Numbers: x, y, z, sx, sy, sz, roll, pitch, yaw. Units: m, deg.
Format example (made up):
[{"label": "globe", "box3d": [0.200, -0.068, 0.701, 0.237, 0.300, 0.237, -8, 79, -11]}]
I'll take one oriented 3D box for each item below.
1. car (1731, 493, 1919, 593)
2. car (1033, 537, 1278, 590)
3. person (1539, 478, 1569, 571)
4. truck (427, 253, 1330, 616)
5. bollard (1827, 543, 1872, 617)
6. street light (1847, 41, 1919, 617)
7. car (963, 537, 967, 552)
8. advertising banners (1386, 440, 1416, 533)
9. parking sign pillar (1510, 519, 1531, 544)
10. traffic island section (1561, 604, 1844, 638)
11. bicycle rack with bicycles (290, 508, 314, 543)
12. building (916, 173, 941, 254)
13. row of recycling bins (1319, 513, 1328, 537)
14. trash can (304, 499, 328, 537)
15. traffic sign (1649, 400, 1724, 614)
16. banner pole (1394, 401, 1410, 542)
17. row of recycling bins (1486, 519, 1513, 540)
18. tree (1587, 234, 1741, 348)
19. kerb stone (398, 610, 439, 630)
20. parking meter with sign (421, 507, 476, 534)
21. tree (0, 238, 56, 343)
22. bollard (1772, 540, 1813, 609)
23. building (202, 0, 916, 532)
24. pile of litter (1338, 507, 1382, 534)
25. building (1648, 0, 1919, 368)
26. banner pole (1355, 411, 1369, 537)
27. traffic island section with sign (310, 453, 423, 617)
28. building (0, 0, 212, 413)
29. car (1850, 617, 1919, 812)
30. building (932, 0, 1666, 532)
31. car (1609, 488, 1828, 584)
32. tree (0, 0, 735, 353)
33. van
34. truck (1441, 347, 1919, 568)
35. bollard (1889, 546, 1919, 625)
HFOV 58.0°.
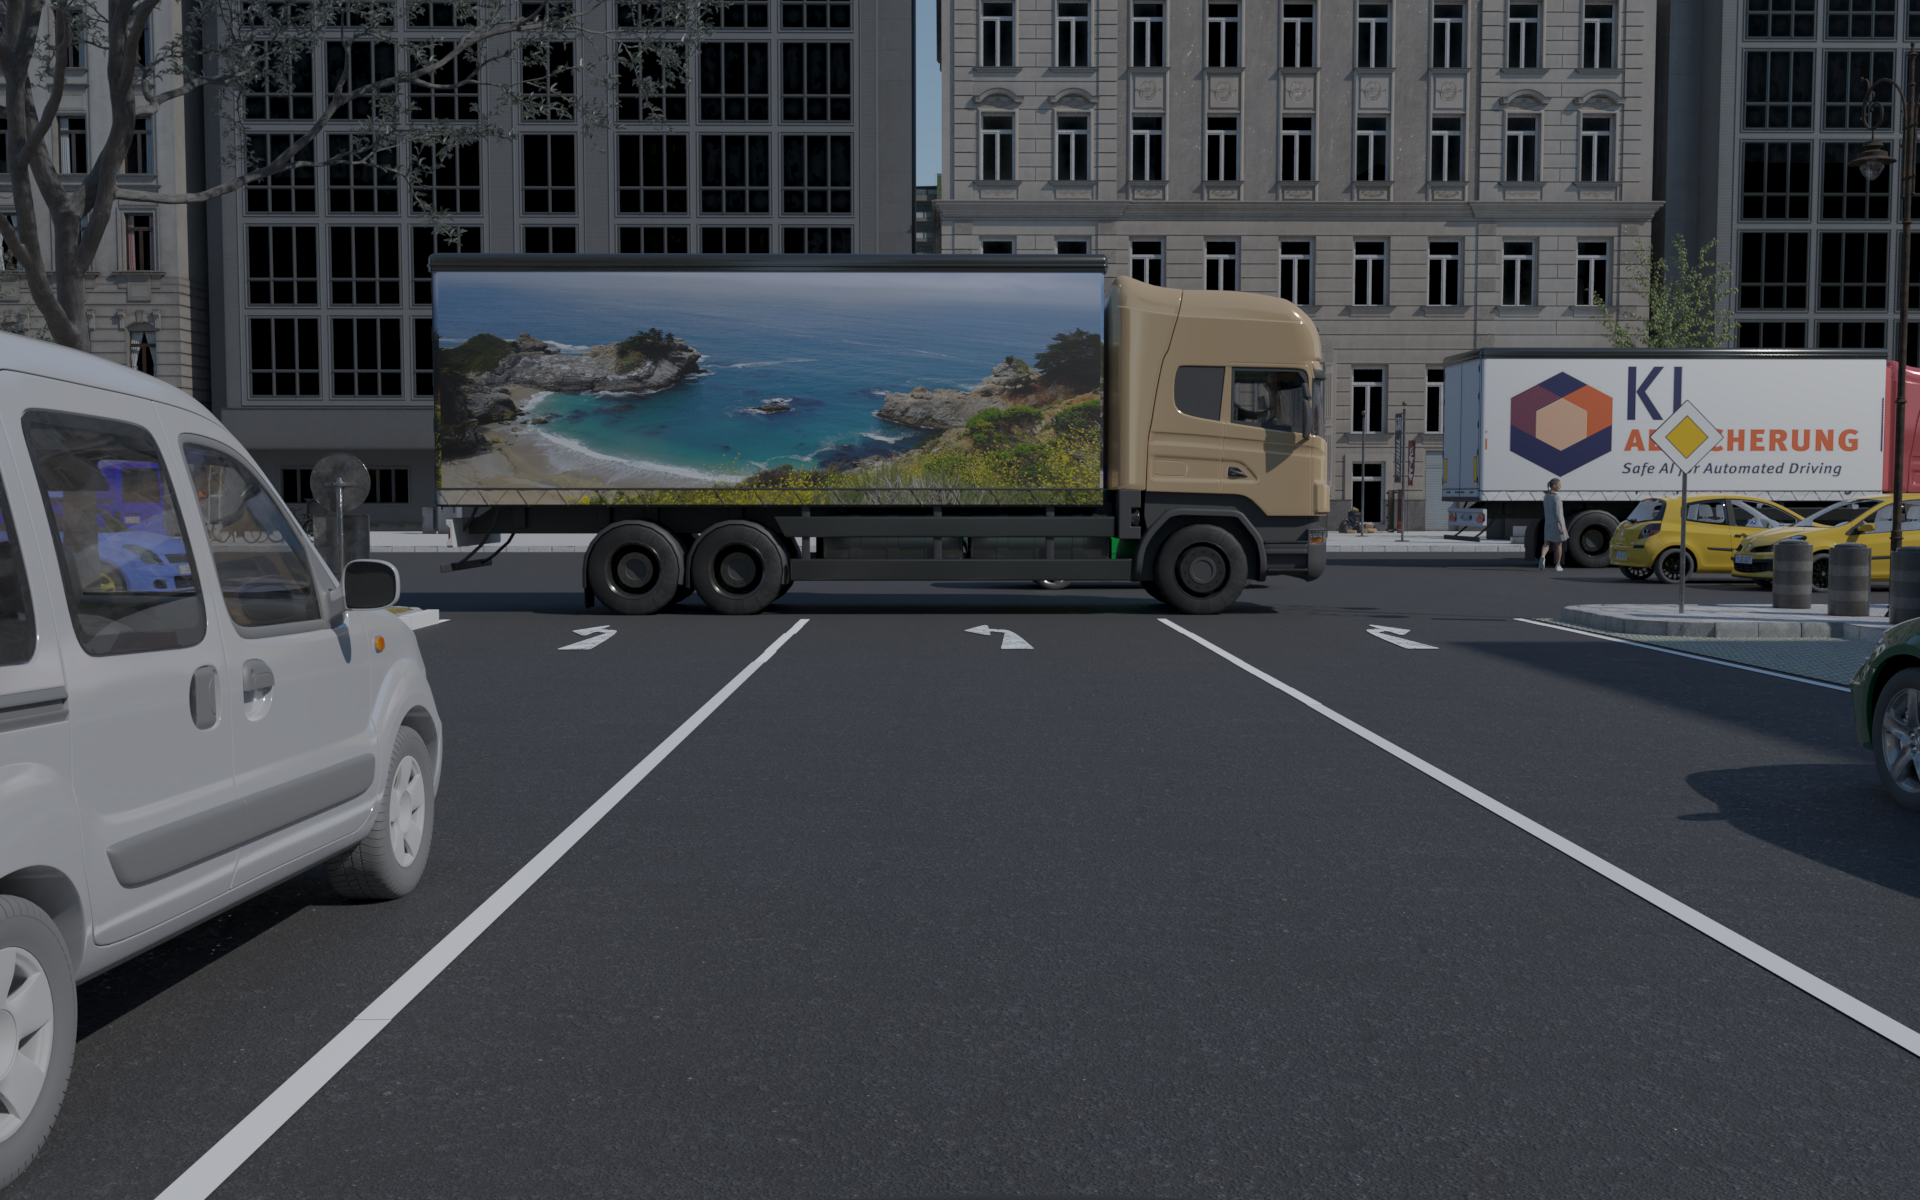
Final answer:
[{"label": "car", "box3d": [13.688, -0.963, 25.964, 3.980, 1.641, 2.015, 0, 4, -2]}, {"label": "car", "box3d": [2.717, -1.097, 26.732, 4.718, 1.807, 1.959, 0, 4, -3]}, {"label": "person", "box3d": [11.019, -1.401, 32.165, 0.466, 1.731, 0.760, 3, 4, 38]}, {"label": "truck", "box3d": [-0.564, -1.990, 21.450, 11.283, 4.237, 2.839, 0, 4, -1]}, {"label": "bollard", "box3d": [9.382, -0.217, 18.268, 0.404, 0.777, 0.398, 0, 3, 0]}, {"label": "street light", "box3d": [9.733, -2.757, 17.870, 0.468, 5.910, 1.993, 0, 4, -1]}, {"label": "car", "box3d": [1.195, -1.284, 32.799, 4.920, 1.459, 2.131, 0, 4, -2]}, {"label": "advertising banners", "box3d": [14.512, -3.720, 57.006, 0.090, 3.025, 2.074, -1, 4, -10]}, {"label": "parking sign pillar", "box3d": [14.920, -3.425, 44.471, 1.447, 3.967, 1.447, 1, 4, 21]}, {"label": "traffic island section", "box3d": [7.766, 0.224, 18.611, 2.009, 0.180, 2.903, 0, 4, -1]}, {"label": "bicycle rack with bicycles", "box3d": [-17.808, -1.976, 45.690, 2.925, 0.926, 2.852, 2, 4, 25]}, {"label": "building", "box3d": [-4.639, -33.009, 223.295, 14.086, 41.232, 14.154, 0, 4, -1]}, {"label": "row of recycling bins", "box3d": [10.167, -2.732, 51.781, 1.069, 1.692, 3.534, 0, 4, -2]}, {"label": "trash can", "box3d": [-19.349, -2.477, 52.158, 0.748, 1.137, 0.748, 0, 3, 0]}, {"label": "traffic sign", "box3d": [7.742, -0.911, 18.533, 0.795, 2.450, 0.064, 0, 4, -1]}, {"label": "banner pole", "box3d": [11.963, -3.490, 47.071, 0.401, 3.779, 0.863, 0, 4, -8]}, {"label": "row of recycling bins", "box3d": [15.856, -2.489, 47.806, 1.069, 1.692, 3.534, -2, 4, -23]}, {"label": "tree", "box3d": [19.725, -5.992, 48.325, 4.737, 8.622, 4.395, 0, 3, 0]}, {"label": "kerb stone", "box3d": [-5.837, 0.213, 18.720, 0.120, 0.150, 1.000, 0, 4, -1]}, {"label": "parking meter with sign", "box3d": [-16.370, -3.624, 55.506, 1.738, 3.016, 0.543, 0, 4, 5]}, {"label": "tree", "box3d": [-27.404, -5.976, 48.078, 4.360, 8.622, 3.978, 0, 3, 0]}, {"label": "bollard", "box3d": [9.361, -0.291, 19.473, 0.404, 0.777, 0.398, 0, 3, 0]}, {"label": "building", "box3d": [-13.592, -16.535, 63.849, 24.014, 27.812, 14.314, 0, 4, -1]}, {"label": "pile of litter", "box3d": [13.101, -2.610, 56.634, 1.719, 0.858, 1.176, -1, 4, -19]}, {"label": "building", "box3d": [39.186, -15.062, 65.326, 30.058, 24.678, 14.314, 0, 4, -1]}, {"label": "banner pole", "box3d": [12.194, -3.813, 52.367, 0.401, 3.779, 0.863, 1, 4, 15]}, {"label": "traffic island section with sign", "box3d": [-6.887, -0.645, 18.678, 2.006, 1.907, 1.989, 0, 4, -1]}, {"label": "building", "box3d": [-34.705, -12.992, 61.576, 18.267, 20.994, 9.793, 0, 4, -1]}, {"label": "car", "box3d": [5.221, 0.330, 6.403, 2.131, 1.459, 4.920, 0, 4, -1]}, {"label": "building", "box3d": [11.376, -16.321, 64.119, 25.104, 27.353, 12.463, 0, 4, -1]}, {"label": "car", "box3d": [12.759, -1.105, 28.292, 3.980, 1.641, 2.015, 0, 4, 0]}, {"label": "tree", "box3d": [-6.864, -6.133, 13.096, 12.009, 13.543, 11.850, 0, 3, 0]}, {"label": "van", "box3d": [-2.768, 0.131, 4.864, 2.013, 2.044, 4.112, 0, 4, 0]}, {"label": "truck", "box3d": [15.503, -2.785, 34.444, 11.283, 4.237, 2.839, 0, 4, -1]}, {"label": "bollard", "box3d": [9.390, -0.144, 17.064, 0.404, 0.777, 0.398, 0, 3, 0]}]
